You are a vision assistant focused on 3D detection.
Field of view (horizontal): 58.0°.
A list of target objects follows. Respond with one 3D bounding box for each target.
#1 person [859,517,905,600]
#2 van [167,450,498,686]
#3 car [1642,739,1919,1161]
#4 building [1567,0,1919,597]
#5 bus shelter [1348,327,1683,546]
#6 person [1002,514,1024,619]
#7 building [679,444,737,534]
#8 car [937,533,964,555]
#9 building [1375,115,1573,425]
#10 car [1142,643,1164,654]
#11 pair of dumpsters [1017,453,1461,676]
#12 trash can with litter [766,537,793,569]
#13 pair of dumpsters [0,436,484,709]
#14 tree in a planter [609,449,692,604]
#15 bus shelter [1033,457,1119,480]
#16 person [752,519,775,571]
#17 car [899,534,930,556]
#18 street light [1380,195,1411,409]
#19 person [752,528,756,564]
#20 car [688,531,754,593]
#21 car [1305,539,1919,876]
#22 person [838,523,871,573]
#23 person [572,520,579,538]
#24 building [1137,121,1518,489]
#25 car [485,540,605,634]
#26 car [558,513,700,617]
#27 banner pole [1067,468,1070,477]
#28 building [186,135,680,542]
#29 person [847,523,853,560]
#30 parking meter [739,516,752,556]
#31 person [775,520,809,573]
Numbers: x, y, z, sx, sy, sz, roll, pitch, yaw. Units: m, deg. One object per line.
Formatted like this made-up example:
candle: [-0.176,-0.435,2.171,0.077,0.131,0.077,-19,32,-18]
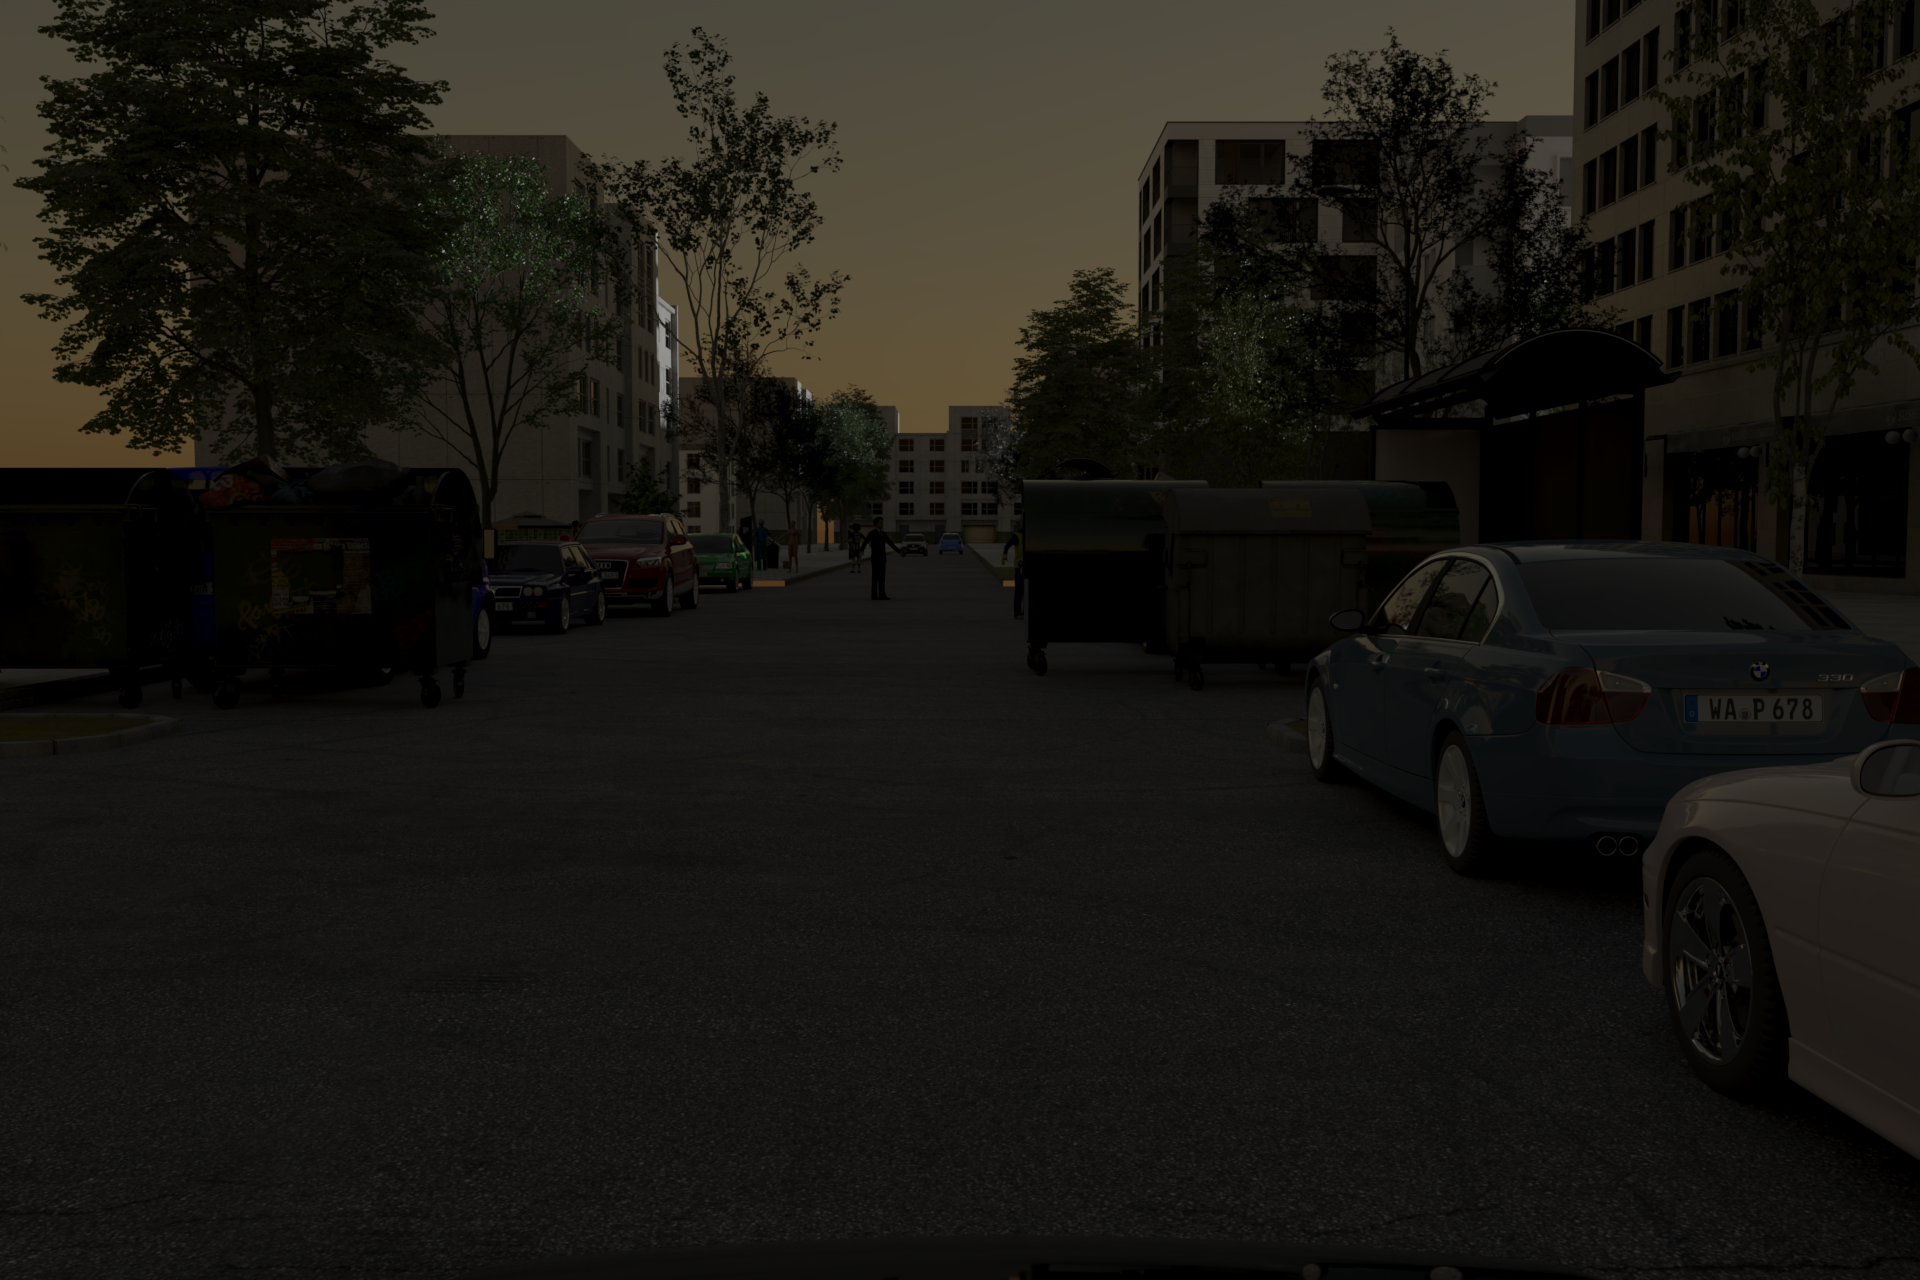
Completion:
person: [-1.746,-1.774,37.642,0.705,1.806,1.347,3,5,42]
van: [-6.353,-0.834,18.027,2.240,2.365,5.245,0,3,0]
car: [2.858,0.573,2.994,2.083,1.381,4.827,0,4,-1]
building: [29.060,-14.331,36.479,24.374,26.755,37.873,0,4,0]
bus shelter: [6.037,-1.578,19.724,2.014,3.302,5.546,0,3,0]
person: [1.125,-1.240,29.202,1.216,1.772,0.721,-3,5,-44]
building: [-26.982,-14.219,174.626,9.099,9.664,28.070,0,4,0]
car: [-0.651,-6.922,122.759,1.945,1.707,3.694,0,4,-1]
building: [25.274,-13.847,82.822,16.016,20.090,11.380,0,4,-1]
car: [3.007,-0.763,22.058,1.945,1.707,3.694,0,4,-1]
pair of dumpsters: [2.811,-0.796,17.967,4.436,2.255,1.574,0,3,0]
trash can with litter: [-6.700,-3.226,64.135,1.055,1.170,0.624,0,4,0]
pair of dumpsters: [-6.395,-0.589,14.580,4.436,2.255,1.574,0,4,0]
tree in a planter: [-6.624,-2.397,36.418,1.991,3.239,1.994,0,4,1]
bus shelter: [3.144,-3.322,48.233,2.014,3.302,5.546,0,4,-1]
person: [-6.969,-3.329,60.561,1.347,1.817,0.704,-3,5,-42]
car: [-2.975,-6.305,112.876,2.009,1.686,4.222,0,4,0]
street light: [6.531,-3.102,23.256,1.470,5.913,1.316,0,4,0]
person: [-8.419,-3.833,68.937,0.705,1.796,1.348,3,5,42]
car: [-6.285,-2.125,43.536,1.959,1.807,4.718,0,4,0]
car: [2.932,0.212,8.545,2.014,1.417,4.499,0,4,0]
person: [-3.858,-3.393,64.078,1.345,1.843,0.704,-2,4,-27]
person: [-14.977,-3.767,67.737,0.704,1.843,1.345,-1,4,-18]
building: [24.182,-15.808,102.429,27.936,21.610,32.646,0,3,0]
car: [-6.497,-0.821,26.003,1.945,1.354,3.894,0,3,0]
car: [-6.040,-1.406,31.658,2.281,1.827,5.304,0,4,-1]
banner pole: [3.755,-4.270,59.830,0.401,3.779,0.863,0,4,-2]
building: [-25.899,-13.843,92.791,16.747,18.905,31.486,0,4,0]
person: [-5.427,-4.939,86.717,0.705,1.833,1.349,0,4,6]
parking meter: [-6.779,-3.002,54.795,0.399,1.863,0.255,0,4,0]
person: [-5.544,-3.082,57.189,1.217,1.733,0.721,1,4,20]
